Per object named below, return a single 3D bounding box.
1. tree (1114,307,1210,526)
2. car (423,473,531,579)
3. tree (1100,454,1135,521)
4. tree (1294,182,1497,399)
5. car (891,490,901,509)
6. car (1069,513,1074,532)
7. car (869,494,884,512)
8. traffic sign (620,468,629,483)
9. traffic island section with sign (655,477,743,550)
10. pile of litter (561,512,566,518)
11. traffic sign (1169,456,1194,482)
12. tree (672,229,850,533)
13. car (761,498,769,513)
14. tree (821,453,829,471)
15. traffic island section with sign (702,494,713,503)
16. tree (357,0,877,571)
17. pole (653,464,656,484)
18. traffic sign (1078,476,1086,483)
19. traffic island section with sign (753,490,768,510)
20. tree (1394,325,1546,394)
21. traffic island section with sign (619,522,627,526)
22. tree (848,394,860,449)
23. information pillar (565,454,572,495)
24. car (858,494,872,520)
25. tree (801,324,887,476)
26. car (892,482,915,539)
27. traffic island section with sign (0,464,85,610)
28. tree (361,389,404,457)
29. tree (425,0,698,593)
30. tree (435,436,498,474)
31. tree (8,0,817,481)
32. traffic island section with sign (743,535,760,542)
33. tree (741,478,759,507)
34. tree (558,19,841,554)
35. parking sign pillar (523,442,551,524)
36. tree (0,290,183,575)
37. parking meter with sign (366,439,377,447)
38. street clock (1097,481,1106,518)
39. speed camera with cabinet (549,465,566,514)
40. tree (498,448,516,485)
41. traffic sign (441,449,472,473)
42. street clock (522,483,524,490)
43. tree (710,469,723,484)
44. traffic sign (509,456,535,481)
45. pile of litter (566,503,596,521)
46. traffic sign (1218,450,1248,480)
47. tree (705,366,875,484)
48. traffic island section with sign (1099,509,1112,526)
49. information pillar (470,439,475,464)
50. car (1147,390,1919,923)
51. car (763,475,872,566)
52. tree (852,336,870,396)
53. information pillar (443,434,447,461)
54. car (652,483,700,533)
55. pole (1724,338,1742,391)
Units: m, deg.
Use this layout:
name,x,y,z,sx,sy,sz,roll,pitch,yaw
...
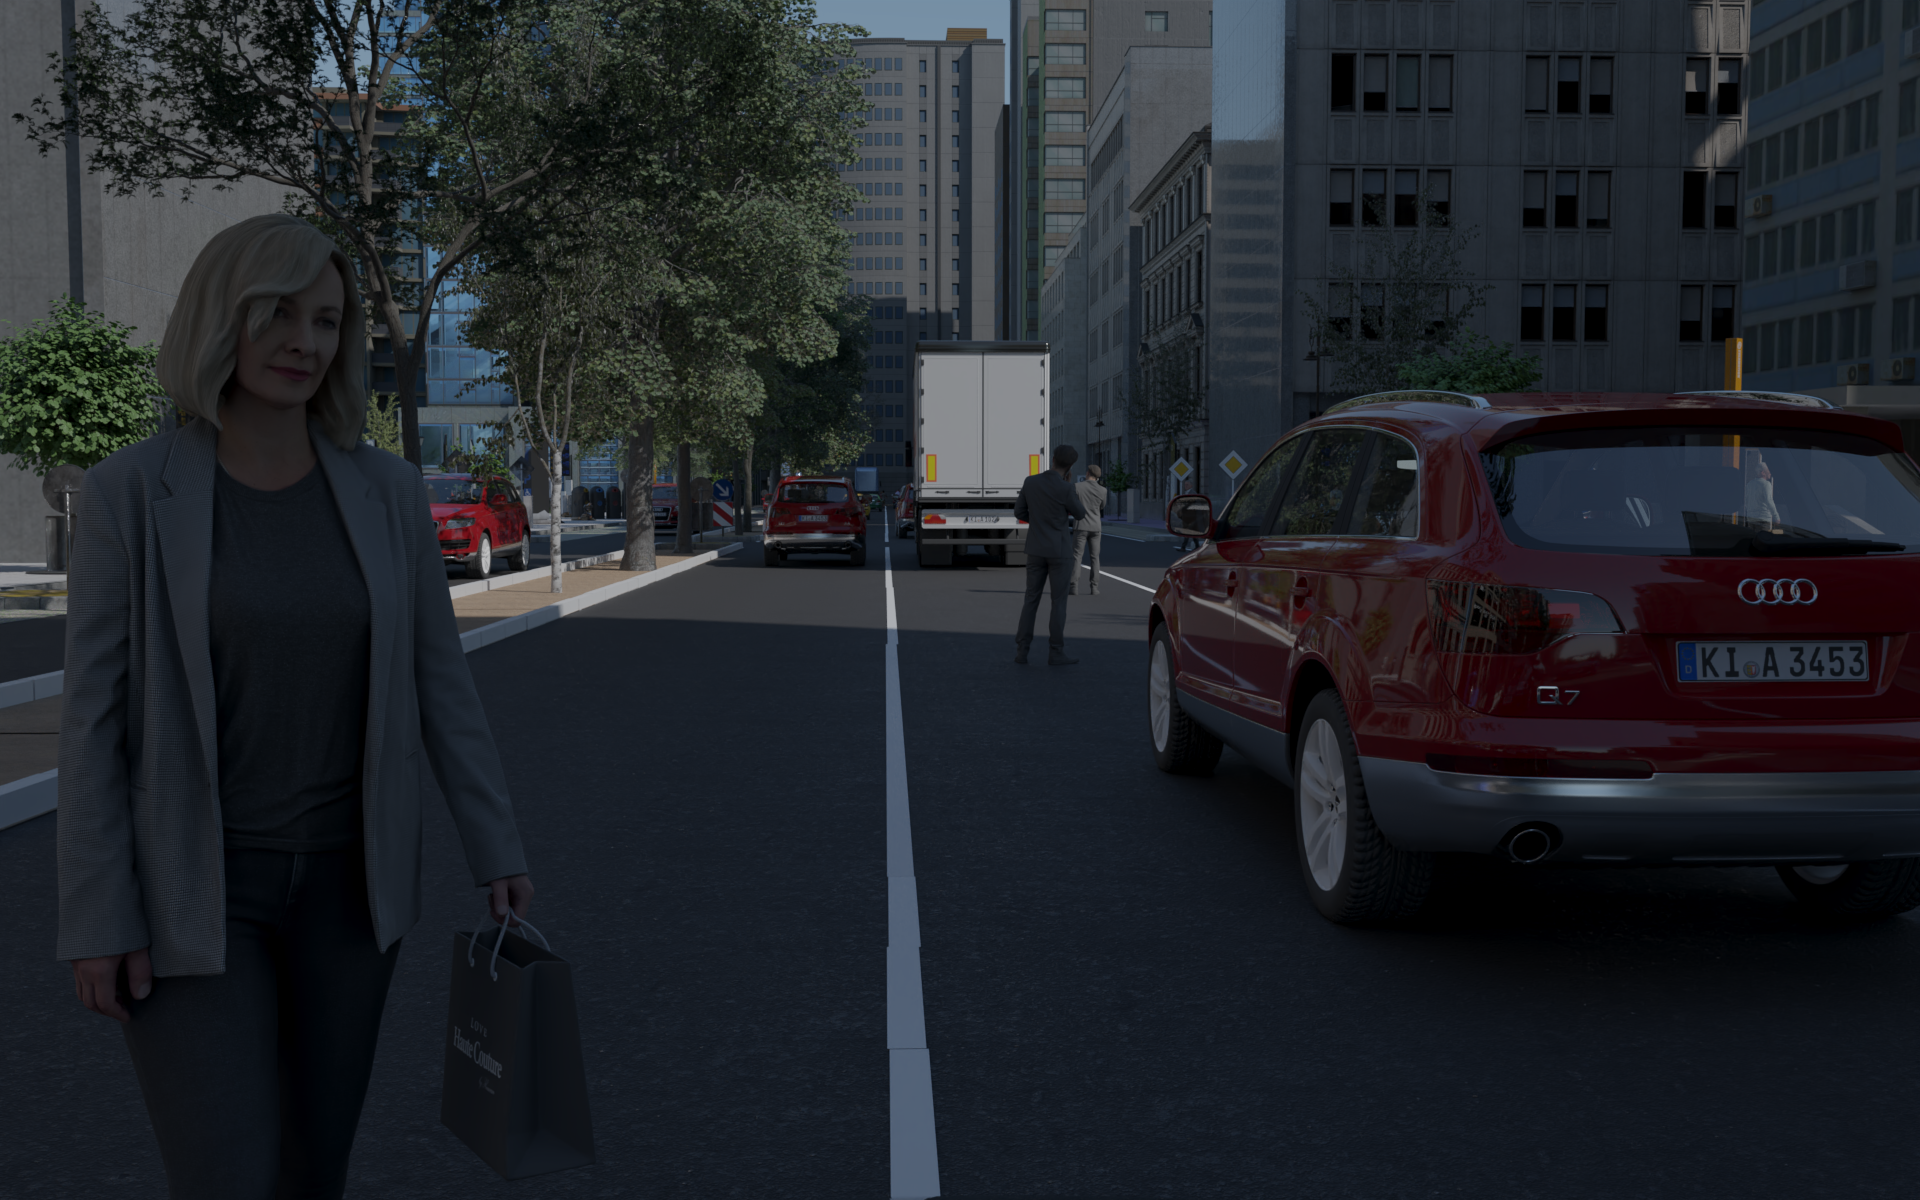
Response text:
name,x,y,z,sx,sy,sz,roll,pitch,yaw
tree,8.236,-7.255,68.980,4.360,8.622,3.978,0,3,0
car,-9.067,-1.357,30.861,2.281,1.827,5.304,0,4,-2
tree,7.679,-5.430,83.385,1.663,3.219,1.824,0,3,0
tree,10.238,-5.517,40.572,4.360,8.622,3.978,0,3,0
car,-5.525,-9.788,168.707,2.281,1.827,5.304,0,4,-3
car,3.591,-3.380,63.942,2.281,1.827,5.304,0,4,-1
car,-7.269,-7.931,141.461,2.131,1.459,4.920,0,4,-2
traffic sign,-16.458,-5.244,85.844,0.768,2.556,0.104,0,4,-1
traffic island section with sign,-6.833,-2.268,45.225,2.006,1.907,1.989,0,4,-2
pile of litter,-21.296,-4.937,94.685,1.176,0.858,1.719,3,5,41
traffic sign,6.849,-3.137,53.486,0.795,2.593,0.064,0,4,-2
tree,-7.816,-8.307,64.031,9.928,11.665,9.643,0,3,0
car,-14.346,-7.694,134.839,2.155,1.783,4.494,0,4,-3
tree,-10.068,-9.905,114.764,4.737,8.622,4.395,0,3,0
traffic island section with sign,-15.300,-5.905,105.170,1.989,1.847,2.006,0,4,-2
tree,-6.009,-7.515,31.977,9.857,13.997,8.962,0,3,0
pole,-17.785,-6.547,100.879,0.158,3.312,0.155,0,3,0
traffic sign,6.727,-5.679,94.974,0.606,2.300,0.079,0,4,-2
traffic island section with sign,-17.463,-8.967,155.232,1.989,1.847,2.006,0,4,-2
tree,9.977,-3.067,33.859,4.285,4.588,4.351,0,3,0
traffic island section with sign,-14.091,-4.204,77.357,1.989,1.847,2.006,0,4,-2
tree,-9.182,-10.613,94.102,7.486,12.596,7.792,0,3,0
information pillar,-23.030,-6.771,102.057,0.504,3.616,0.183,2,4,32
car,-5.905,-5.313,97.089,2.015,1.641,3.980,0,4,-4
tree,-9.495,-11.744,104.845,12.009,13.543,11.850,0,3,0
car,-1.092,-2.982,57.430,2.281,1.827,5.304,0,4,-4
traffic island section with sign,-11.711,-0.835,22.288,1.989,1.847,2.006,0,4,-2
tree,-40.802,-10.545,122.772,4.737,8.622,4.395,0,3,0
tree,-5.845,-4.411,24.945,4.360,8.622,3.978,0,3,0
tree,-16.925,-3.899,58.350,1.663,3.219,1.824,0,3,0
tree,-5.656,-4.974,18.196,8.767,10.594,7.601,0,4,-2
traffic island section with sign,-7.143,-2.721,52.626,2.006,1.907,1.989,0,4,-2
tree,-21.820,-11.252,178.575,1.663,3.219,1.824,0,3,0
tree,-6.766,-7.410,41.742,7.486,12.596,7.792,0,3,0
parking sign pillar,-18.025,-5.211,73.667,1.447,3.967,1.447,1,4,20
tree,-14.339,-2.716,28.124,4.285,4.588,4.351,0,3,0
parking meter with sign,-18.202,-3.651,55.950,0.543,3.016,1.738,3,5,44
street clock,7.622,-5.415,93.110,0.471,2.002,0.358,2,4,23
speed camera with cabinet,-24.704,-6.862,106.523,2.038,3.252,0.660,3,5,40
tree,-16.715,-4.147,62.401,1.663,3.219,1.824,0,3,0
traffic sign,-12.982,-2.597,44.659,0.795,2.593,0.064,0,4,-2
street clock,-26.950,-6.291,107.433,0.471,2.002,0.358,0,3,0
tree,-18.892,-8.624,135.603,1.663,3.219,1.824,0,3,0
traffic sign,-13.327,-3.085,52.636,0.795,2.593,0.064,0,4,-2
pile of litter,-18.250,-4.279,83.923,1.176,0.858,1.719,-1,4,-21
traffic sign,7.194,-2.649,45.509,0.795,2.593,0.064,0,4,-2
tree,-8.980,-10.077,84.227,9.611,12.733,9.660,0,3,0
traffic island section with sign,5.803,-4.270,78.448,1.989,1.847,2.006,0,4,-2
information pillar,-20.685,-5.030,73.590,0.183,3.616,0.504,-2,4,-29
car,2.123,0.080,7.368,2.281,1.827,5.304,0,4,-3
car,-2.963,-1.671,35.990,2.281,1.827,5.304,0,4,-3
tree,-7.031,-7.240,55.241,8.767,10.594,7.601,0,4,-2
information pillar,-20.016,-4.653,67.434,0.183,3.616,0.504,-1,4,-8
car,-10.379,-3.234,61.541,2.281,1.827,5.304,0,4,-2
pole,10.142,-1.770,22.791,0.158,3.312,0.155,0,3,0
